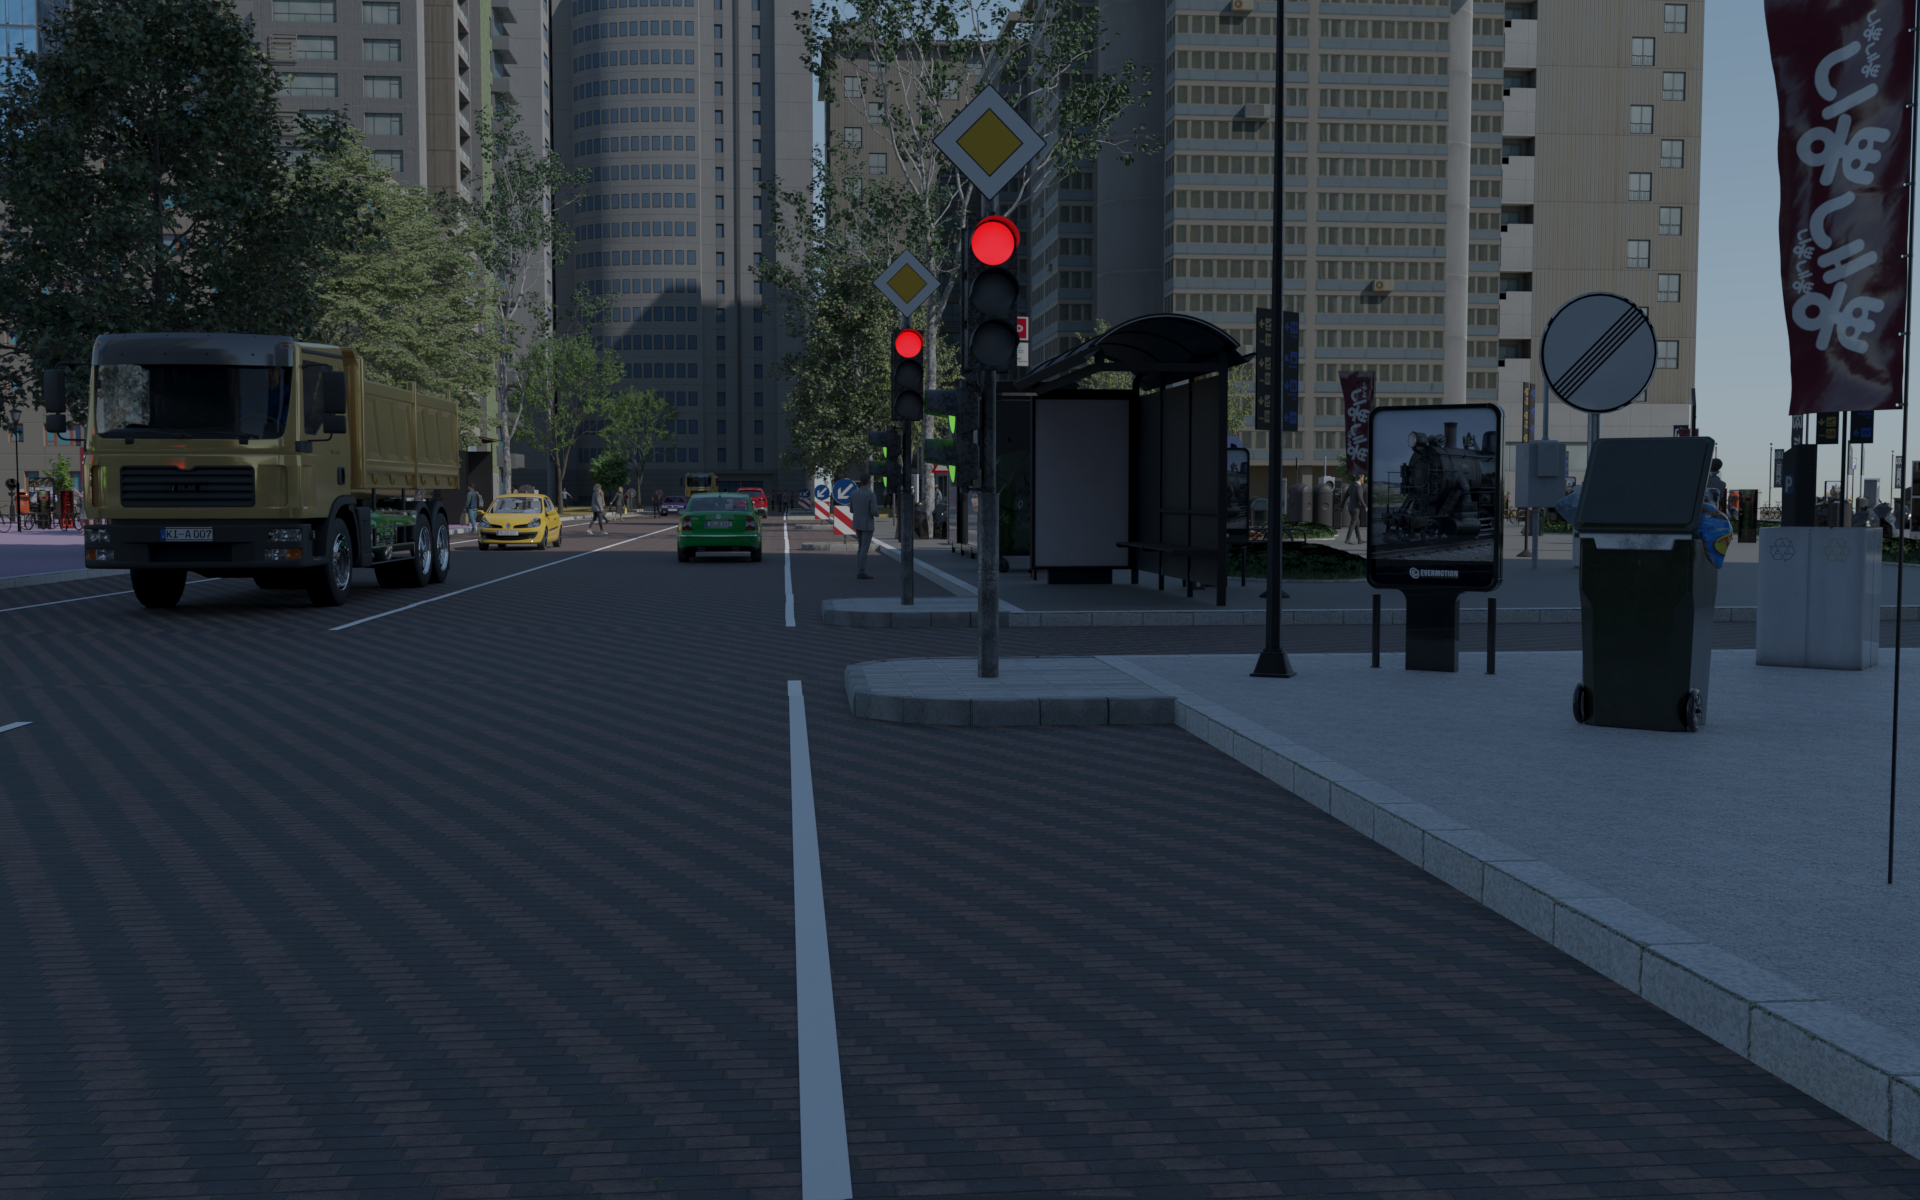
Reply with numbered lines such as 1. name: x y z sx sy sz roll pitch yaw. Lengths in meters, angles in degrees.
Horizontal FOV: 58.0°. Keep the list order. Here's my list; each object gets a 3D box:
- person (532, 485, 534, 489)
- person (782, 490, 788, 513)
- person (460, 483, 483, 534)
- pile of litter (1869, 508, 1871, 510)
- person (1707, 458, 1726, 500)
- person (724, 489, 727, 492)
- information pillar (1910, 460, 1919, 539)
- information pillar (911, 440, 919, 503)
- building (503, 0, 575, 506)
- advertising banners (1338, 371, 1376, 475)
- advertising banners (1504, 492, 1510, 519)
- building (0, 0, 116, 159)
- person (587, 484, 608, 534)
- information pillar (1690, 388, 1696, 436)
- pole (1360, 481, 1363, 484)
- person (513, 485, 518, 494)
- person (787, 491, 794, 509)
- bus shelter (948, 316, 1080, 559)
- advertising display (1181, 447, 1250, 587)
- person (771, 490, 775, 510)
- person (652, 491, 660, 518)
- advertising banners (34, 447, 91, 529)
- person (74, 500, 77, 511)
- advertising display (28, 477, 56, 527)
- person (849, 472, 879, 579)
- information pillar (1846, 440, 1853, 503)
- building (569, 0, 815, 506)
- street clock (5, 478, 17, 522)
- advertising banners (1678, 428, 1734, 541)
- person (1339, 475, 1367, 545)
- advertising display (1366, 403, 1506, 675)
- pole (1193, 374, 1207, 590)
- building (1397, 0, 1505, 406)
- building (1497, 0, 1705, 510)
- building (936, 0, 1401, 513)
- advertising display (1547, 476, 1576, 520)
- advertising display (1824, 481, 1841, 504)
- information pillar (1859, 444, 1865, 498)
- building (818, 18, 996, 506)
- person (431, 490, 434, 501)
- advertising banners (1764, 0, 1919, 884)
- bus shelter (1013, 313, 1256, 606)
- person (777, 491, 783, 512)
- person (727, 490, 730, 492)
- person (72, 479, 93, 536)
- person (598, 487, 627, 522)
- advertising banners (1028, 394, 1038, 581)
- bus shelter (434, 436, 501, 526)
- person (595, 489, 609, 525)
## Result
1. person: -26.005 -6.077 105.494 1.348 1.812 0.705 3 5 42
2. person: -13.000 -7.288 128.184 0.617 1.759 0.750 -2 4 -31
3. person: -17.515 -3.276 62.051 0.713 1.824 0.794 3 5 44
4. pile of litter: 36.889 -3.444 70.281 1.719 0.858 1.176 1 4 16
5. person: 10.809 -1.161 25.210 0.592 1.802 0.473 1 4 14
6. person: -17.966 -7.604 132.836 1.348 1.823 0.705 1 4 15
7. information pillar: 20.998 -2.039 37.831 0.304 2.012 0.304 -2 4 -23
8. information pillar: -1.915 -4.952 72.314 0.504 3.616 0.183 3 5 42
9. building: -58.970 -39.759 192.065 28.212 58.520 21.231 0 4 -6
10. advertising banners: 6.395 -1.736 24.568 2.074 3.025 0.090 0 4 5
11. advertising banners: 27.559 -5.697 89.336 2.074 3.025 0.090 -2 4 -25
12. building: -88.514 -53.603 189.077 31.000 86.520 22.319 0 4 -6
13. person: -13.025 -3.261 62.007 0.728 1.800 0.709 -2 4 -26
14. information pillar: 16.072 -2.855 38.034 0.183 3.616 0.504 1 4 19
15. pole: 19.127 -5.427 82.574 0.158 3.312 0.155 0 3 0
16. person: -26.248 -5.871 102.038 0.705 1.823 1.348 0 3 0
17. person: -15.407 -9.095 157.915 0.721 1.743 1.217 1 4 23
18. bus shelter: 0.755 -3.597 36.442 2.179 5.291 8.768 0 4 -6
19. advertising display: 3.521 -1.147 23.968 0.974 1.923 0.123 -1 4 -9
20. person: -16.447 -8.766 151.911 0.705 1.812 1.348 -1 4 -9
21. person: -18.116 -5.708 103.302 0.415 1.643 0.593 2 4 27
22. advertising banners: -33.167 -4.160 64.208 2.074 3.025 0.090 -2 4 -32
23. person: -35.340 -3.582 68.889 0.475 1.303 0.640 -1 4 -22
24. advertising display: -35.362 -3.763 66.736 0.974 1.923 0.123 0 4 0
25. person: -1.560 -1.263 29.348 0.606 1.804 0.583 2 4 34
26. information pillar: 38.617 -5.129 75.221 0.183 3.616 0.504 3 5 43
27. building: -30.710 -39.928 194.820 28.212 58.520 21.231 0 4 -6
28. street clock: -43.888 -4.624 80.180 0.358 2.002 0.471 3 5 43
29. advertising banners: 20.034 -3.030 45.734 2.074 3.025 0.090 2 4 29
30. person: 10.079 -2.331 43.935 0.755 1.850 0.659 -1 4 -18
31. advertising display: 3.428 -0.447 12.526 0.974 1.923 0.123 2 4 33
32. pole: 3.214 -1.794 23.172 0.158 3.312 0.155 0 3 0
33. building: 17.737 -25.755 112.970 32.217 40.220 23.993 0 4 -6
34. building: 46.077 -34.486 153.083 27.495 52.752 28.713 0 4 -6
35. building: 14.618 -27.228 137.067 32.217 40.220 23.993 0 4 -6
36. advertising display: 22.076 -3.568 63.545 0.974 1.923 0.123 1 4 19
37. advertising display: 41.984 -4.776 83.297 0.974 1.923 0.123 -1 4 -17
38. information pillar: 39.982 -5.225 76.780 0.183 3.616 0.504 3 4 37
39. building: -2.439 -37.494 202.258 27.495 52.752 28.713 0 4 -6
40. person: -24.857 -4.645 81.767 0.755 1.850 0.659 -1 4 -19
41. advertising banners: 3.379 -0.551 5.204 0.090 3.025 2.074 -3 4 -37
42. bus shelter: 2.039 -1.726 22.142 2.014 3.302 5.546 0 4 -6
43. person: -14.398 -7.890 138.425 0.541 1.710 0.530 -2 4 -33
44. person: -19.389 -8.240 143.951 0.721 1.743 1.217 -3 4 -38
45. person: -26.883 -2.855 53.080 0.716 1.782 0.532 2 4 35
46. person: -18.047 -4.969 89.953 1.509 1.804 0.699 -1 4 -23
47. advertising banners: 1.117 -1.819 25.921 0.090 3.025 2.074 0 4 0
48. bus shelter: -20.574 -4.972 72.572 1.731 3.624 6.357 0 4 -6
49. person: -16.730 -4.427 80.796 0.656 1.842 0.836 3 5 41
